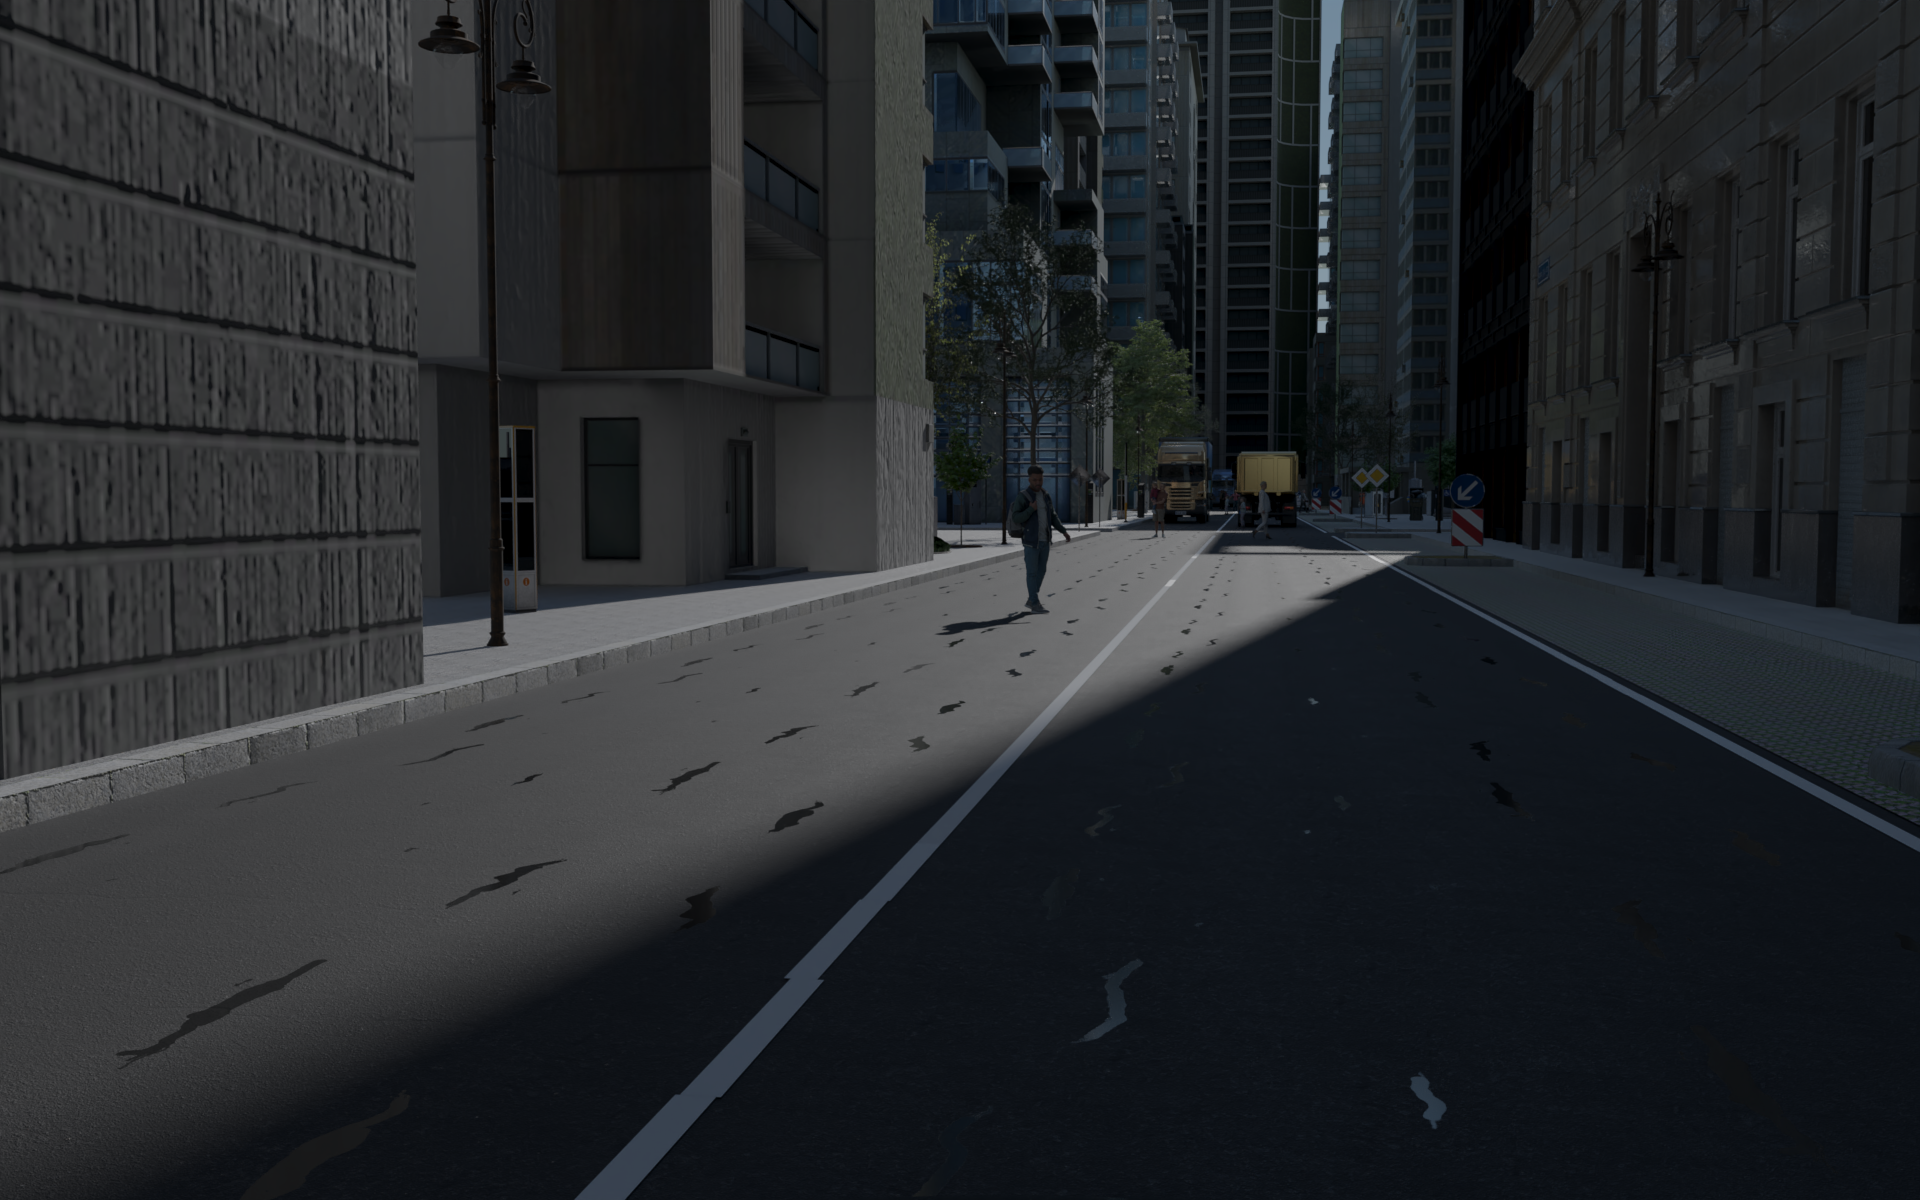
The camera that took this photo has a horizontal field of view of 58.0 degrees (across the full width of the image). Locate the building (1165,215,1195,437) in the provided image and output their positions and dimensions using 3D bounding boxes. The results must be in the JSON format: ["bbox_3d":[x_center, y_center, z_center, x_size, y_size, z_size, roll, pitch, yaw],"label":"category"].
[{"bbox_3d":[16.848,-24.923,179.195,14.160,30.474,14.107,1,4,10],"label":"building"}]

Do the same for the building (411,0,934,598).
[{"bbox_3d":[-8.569,-20.980,26.621,14.154,41.232,14.086,1,4,10],"label":"building"}]

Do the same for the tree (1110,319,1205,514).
[{"bbox_3d":[11.971,-11.873,112.244,7.486,12.596,7.792,0,3,0],"label":"tree"}]

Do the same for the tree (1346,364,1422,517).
[{"bbox_3d":[24.022,-9.071,98.681,4.360,8.622,3.978,0,3,0],"label":"tree"}]

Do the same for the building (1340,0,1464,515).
[{"bbox_3d":[41.721,-25.742,112.767,32.217,40.220,23.993,1,4,10],"label":"building"}]

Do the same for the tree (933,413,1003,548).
[{"bbox_3d":[-0.068,-2.881,41.701,1.663,3.219,1.824,0,3,0],"label":"tree"}]

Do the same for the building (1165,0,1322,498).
[{"bbox_3d":[37.386,-48.490,231.056,20.611,71.187,20.563,1,4,10],"label":"building"}]

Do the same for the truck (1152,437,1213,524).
[{"bbox_3d":[11.391,-6.038,87.629,2.839,4.237,11.283,1,4,10],"label":"truck"}]

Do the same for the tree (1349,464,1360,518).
[{"bbox_3d":[22.244,-6.118,94.636,1.663,3.219,1.824,0,3,0],"label":"tree"}]

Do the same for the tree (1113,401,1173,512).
[{"bbox_3d":[12.932,-10.473,121.598,4.360,8.622,3.978,0,3,0],"label":"tree"}]

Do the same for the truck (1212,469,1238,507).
[{"bbox_3d":[29.968,-12.555,195.033,2.967,4.110,18.799,1,4,11],"label":"truck"}]

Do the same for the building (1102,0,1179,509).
[{"bbox_3d":[8.254,-32.900,157.521,23.786,49.044,30.456,1,4,10],"label":"building"}]

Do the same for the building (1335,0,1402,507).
[{"bbox_3d":[38.815,-28.251,145.498,14.154,41.232,14.086,1,4,10],"label":"building"}]

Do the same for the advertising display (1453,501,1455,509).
[{"bbox_3d":[22.257,-4.352,76.368,0.974,1.923,0.123,2,4,33],"label":"advertising display"}]

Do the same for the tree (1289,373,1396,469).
[{"bbox_3d":[29.469,-12.093,132.131,8.767,10.594,7.601,0,4,6],"label":"tree"}]

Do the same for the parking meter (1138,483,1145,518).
[{"bbox_3d":[9.756,-5.348,93.155,0.255,1.863,0.399,1,4,23],"label":"parking meter"}]

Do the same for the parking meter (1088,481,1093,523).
[{"bbox_3d":[5.689,-4.280,75.684,0.255,1.863,0.399,0,4,1],"label":"parking meter"}]

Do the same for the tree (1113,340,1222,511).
[{"bbox_3d":[15.082,-13.719,134.672,12.009,13.543,11.850,0,3,0],"label":"tree"}]

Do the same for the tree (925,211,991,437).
[{"bbox_3d":[-1.234,-5.846,45.951,4.360,8.622,3.978,0,3,0],"label":"tree"}]

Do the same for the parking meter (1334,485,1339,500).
[{"bbox_3d":[25.112,-6.712,115.451,0.255,1.863,0.399,0,4,5],"label":"parking meter"}]

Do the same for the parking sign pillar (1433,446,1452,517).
[{"bbox_3d":[27.003,-6.575,95.968,1.447,3.967,1.447,1,4,21],"label":"parking sign pillar"}]

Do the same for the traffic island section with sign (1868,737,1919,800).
[{"bbox_3d":[5.487,0.033,8.091,1.989,1.847,2.006,1,4,10],"label":"traffic island section with sign"}]

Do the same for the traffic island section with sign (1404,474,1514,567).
[{"bbox_3d":[10.028,-1.610,34.952,1.989,1.847,2.006,1,4,10],"label":"traffic island section with sign"}]

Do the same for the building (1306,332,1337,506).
[{"bbox_3d":[54.059,-21.552,197.421,27.650,21.520,28.899,1,4,10],"label":"building"}]

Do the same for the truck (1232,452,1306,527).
[{"bbox_3d":[13.877,-5.020,77.996,3.469,3.379,9.791,1,4,10],"label":"truck"}]

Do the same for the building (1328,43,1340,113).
[{"bbox_3d":[47.129,-33.523,167.707,23.786,49.044,30.456,1,4,10],"label":"building"}]

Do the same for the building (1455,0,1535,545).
[{"bbox_3d":[20.999,-13.318,47.422,12.332,23.373,15.834,1,4,10],"label":"building"}]

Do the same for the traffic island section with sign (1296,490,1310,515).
[{"bbox_3d":[23.767,-6.580,116.208,1.989,1.847,2.006,1,4,10],"label":"traffic island section with sign"}]

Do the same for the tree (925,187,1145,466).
[{"bbox_3d":[2.066,-7.277,53.393,7.601,10.594,8.767,0,4,-6],"label":"tree"}]

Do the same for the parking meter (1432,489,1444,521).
[{"bbox_3d":[22.985,-4.563,83.018,0.372,1.533,0.369,0,3,0],"label":"parking meter"}]

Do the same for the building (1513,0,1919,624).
[{"bbox_3d":[16.840,-14.067,27.262,12.463,27.353,25.104,1,4,10],"label":"building"}]

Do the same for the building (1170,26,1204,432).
[{"bbox_3d":[14.282,-37.593,203.892,27.495,52.752,28.713,1,4,10],"label":"building"}]

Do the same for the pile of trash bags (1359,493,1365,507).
[{"bbox_3d":[30.644,-7.690,135.486,3.447,1.369,1.912,-3,5,-42],"label":"pile of trash bags"}]

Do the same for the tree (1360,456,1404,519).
[{"bbox_3d":[21.626,-5.723,88.176,1.663,3.219,1.824,0,3,0],"label":"tree"}]

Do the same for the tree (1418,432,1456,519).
[{"bbox_3d":[25.762,-6.553,90.848,4.285,4.588,4.351,0,3,0],"label":"tree"}]

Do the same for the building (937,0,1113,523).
[{"bbox_3d":[-2.567,-47.585,90.681,22.319,86.520,31.000,1,4,10],"label":"building"}]

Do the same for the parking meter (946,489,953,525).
[{"bbox_3d":[-0.431,-4.088,72.543,0.255,1.863,0.399,0,4,3],"label":"parking meter"}]

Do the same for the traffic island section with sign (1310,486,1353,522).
[{"bbox_3d":[19.234,-4.940,89.389,1.989,1.847,2.006,1,4,10],"label":"traffic island section with sign"}]

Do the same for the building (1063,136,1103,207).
[{"bbox_3d":[2.484,-21.454,122.469,14.160,30.474,14.107,1,4,10],"label":"building"}]
